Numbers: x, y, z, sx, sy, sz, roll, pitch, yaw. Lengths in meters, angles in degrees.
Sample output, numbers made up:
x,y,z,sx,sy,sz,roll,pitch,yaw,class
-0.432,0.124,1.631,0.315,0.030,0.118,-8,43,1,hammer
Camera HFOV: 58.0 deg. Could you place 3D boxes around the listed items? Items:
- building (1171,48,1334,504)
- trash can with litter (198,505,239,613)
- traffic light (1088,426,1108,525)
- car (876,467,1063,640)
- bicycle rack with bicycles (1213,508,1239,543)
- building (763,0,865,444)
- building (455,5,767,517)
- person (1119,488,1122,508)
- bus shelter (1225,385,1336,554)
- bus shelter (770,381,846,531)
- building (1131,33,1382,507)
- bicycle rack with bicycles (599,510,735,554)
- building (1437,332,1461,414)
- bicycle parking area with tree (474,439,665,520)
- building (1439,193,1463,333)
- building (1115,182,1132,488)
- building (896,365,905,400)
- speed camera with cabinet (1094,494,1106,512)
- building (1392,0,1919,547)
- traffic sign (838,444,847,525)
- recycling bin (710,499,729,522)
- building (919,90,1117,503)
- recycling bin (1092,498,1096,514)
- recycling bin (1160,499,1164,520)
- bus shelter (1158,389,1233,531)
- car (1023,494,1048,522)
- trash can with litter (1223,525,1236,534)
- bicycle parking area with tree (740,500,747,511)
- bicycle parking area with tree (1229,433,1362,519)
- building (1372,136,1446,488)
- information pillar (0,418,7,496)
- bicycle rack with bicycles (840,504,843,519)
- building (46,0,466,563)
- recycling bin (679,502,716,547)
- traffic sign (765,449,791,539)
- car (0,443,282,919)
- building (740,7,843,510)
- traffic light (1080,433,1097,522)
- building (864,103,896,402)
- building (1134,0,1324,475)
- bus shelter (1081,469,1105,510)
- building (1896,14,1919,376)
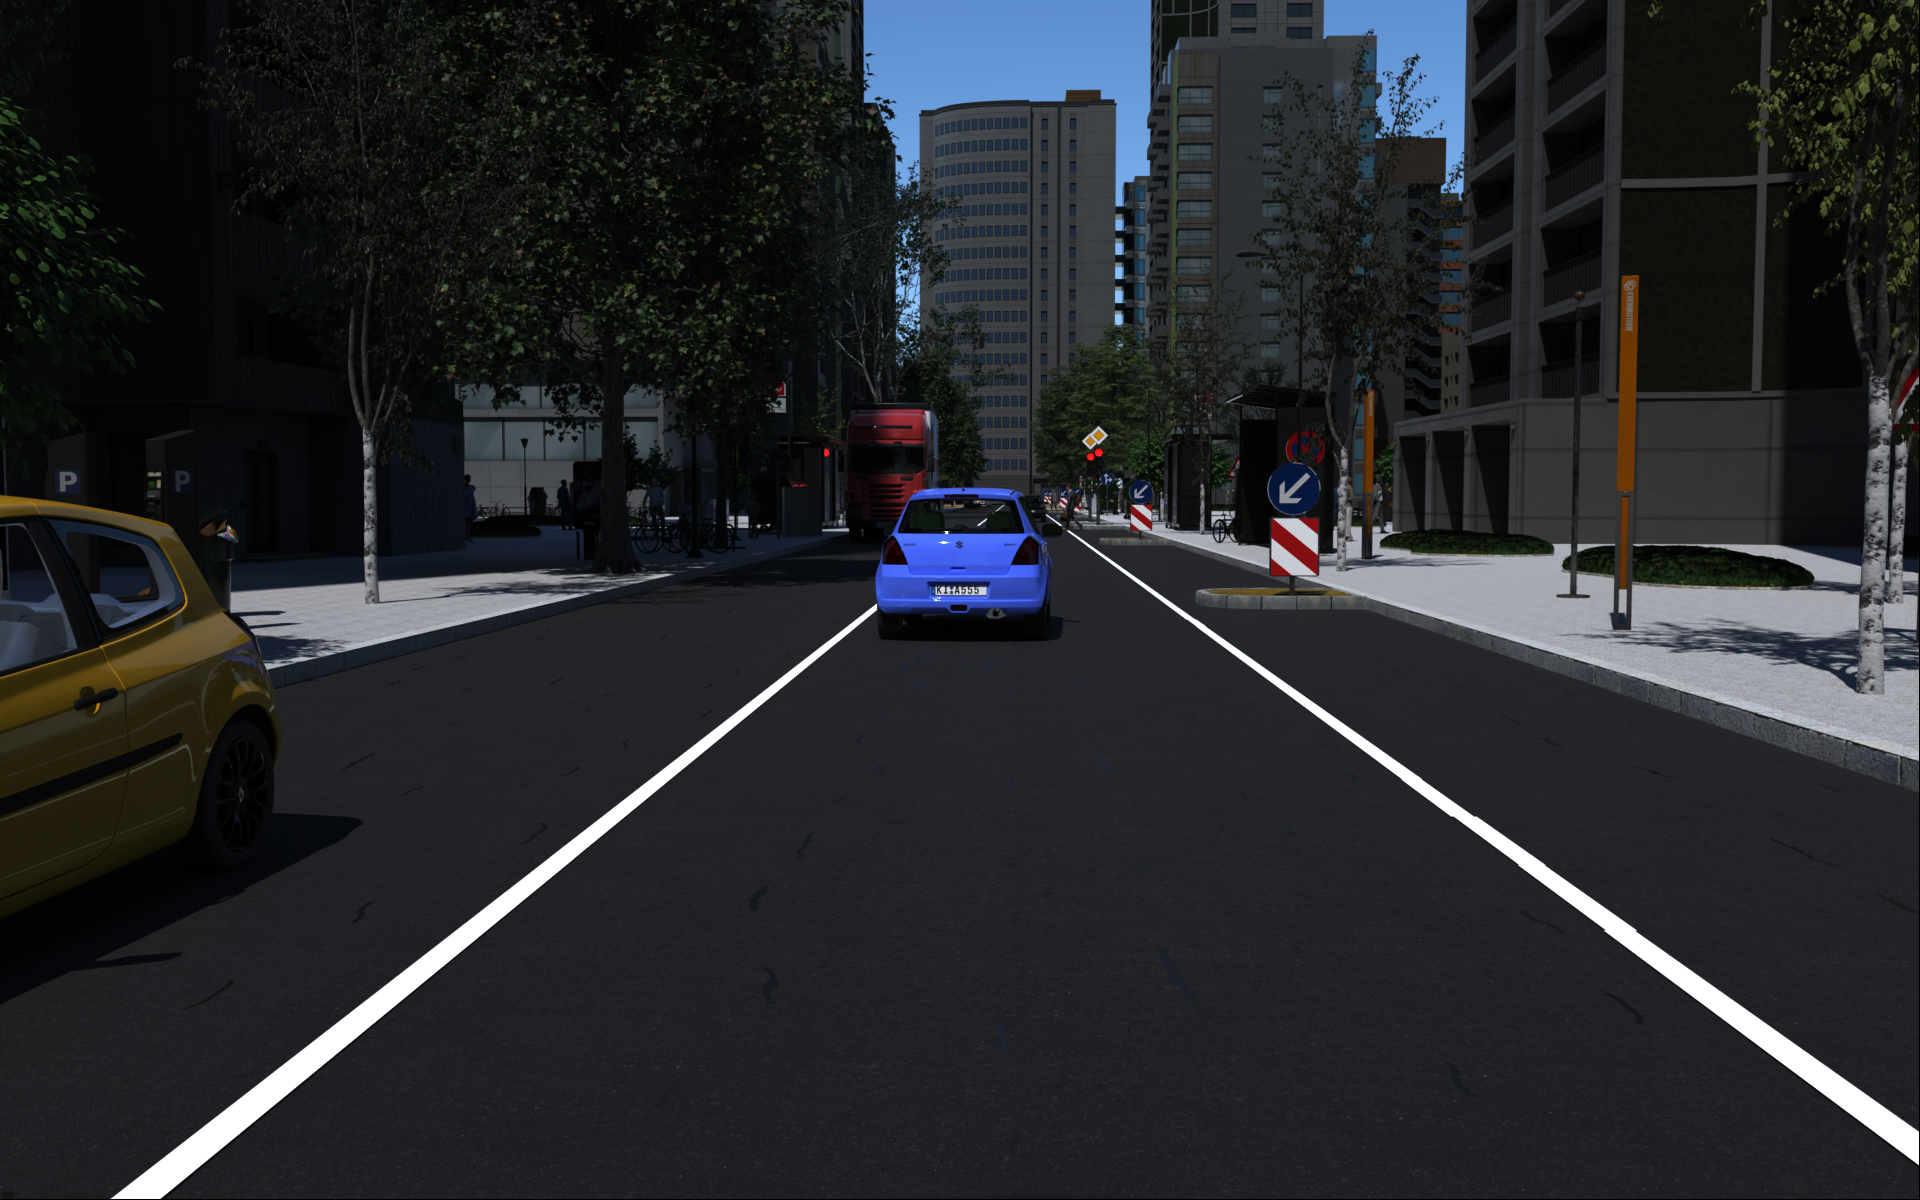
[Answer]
x,y,z,sx,sy,sz,roll,pitch,yaw,class
26.803,-29.314,162.875,14.154,41.232,14.086,0,4,2,building
-8.001,-0.391,17.785,1.055,1.170,0.624,-2,4,-31,trash can with litter
5.679,-5.039,71.309,0.839,4.253,0.868,0,4,2,traffic light
0.112,-0.536,18.362,1.945,1.707,3.694,0,4,4,car
7.885,-1.972,45.624,2.925,0.926,2.852,-2,4,-28,bicycle rack with bicycles
-18.805,-45.883,188.445,20.563,71.187,20.611,0,4,2,building
-26.961,-31.638,106.516,28.713,52.752,27.495,0,4,2,building
13.152,-8.209,140.535,0.573,1.790,0.520,2,4,28,person
7.376,-2.996,40.262,1.731,3.624,6.357,0,4,2,bus shelter
-5.731,-5.287,64.073,2.179,5.291,8.768,0,4,2,bus shelter
31.627,-34.595,185.234,23.786,49.044,30.456,0,4,2,building
-6.139,-1.505,37.985,2.925,0.926,2.852,2,4,28,bicycle rack with bicycles
71.908,-22.132,206.903,28.899,21.520,27.650,0,4,2,building
-20.202,-6.213,88.585,8.231,4.147,9.016,2,4,35,bicycle parking area with tree
68.232,-36.697,254.616,28.867,44.769,22.147,0,4,2,building
37.891,-38.959,256.583,30.456,49.044,23.786,0,4,2,building
-20.420,-25.486,261.727,28.899,21.520,27.650,0,4,2,building
10.332,-7.881,123.183,0.660,3.252,2.038,3,5,40,speed camera with cabinet
24.668,-37.205,46.559,20.563,71.187,20.611,0,4,2,building
-5.100,-4.712,70.917,2.265,3.308,0.079,0,4,4,traffic sign
-11.245,-4.182,80.937,0.722,1.027,0.722,1,4,14,recycling bin
8.293,-43.666,255.943,28.212,58.520,21.231,0,4,2,building
8.805,-6.082,111.991,0.722,1.027,0.722,0,4,-3,recycling bin
10.201,-4.466,85.570,0.722,1.027,0.722,1,4,15,recycling bin
8.567,-5.301,64.309,2.179,5.291,8.768,0,4,2,bus shelter
3.592,-4.897,89.858,2.009,1.686,4.222,0,4,2,car
8.904,-2.692,55.409,0.624,1.170,1.055,-3,5,-45,trash can with litter
-19.942,-8.661,128.608,8.231,4.147,9.016,-1,4,-11,bicycle parking area with tree
17.860,-5.968,84.583,9.016,4.147,8.231,0,4,6,bicycle parking area with tree
50.584,-34.447,213.324,14.200,45.320,14.600,0,4,2,building
-8.349,-0.628,14.764,0.304,2.012,0.304,0,4,8,information pillar
-4.502,-4.537,87.557,2.925,0.926,2.852,3,5,40,bicycle rack with bicycles
-18.740,-15.966,32.738,14.160,30.474,14.107,0,4,2,building
-6.489,-1.840,42.630,0.722,1.027,0.722,0,4,4,recycling bin
-5.178,-3.009,49.299,0.768,2.556,0.104,1,4,11,traffic sign
-3.638,0.303,5.270,2.015,1.641,3.980,0,4,3,car
-17.475,-28.109,143.173,14.154,41.232,14.086,0,4,2,building
5.944,-5.527,79.289,0.839,4.253,0.868,0,4,2,traffic light
-19.069,-35.984,212.047,21.600,48.544,21.300,0,4,2,building
31.779,-47.205,210.055,20.563,71.187,20.611,0,4,2,building
10.429,-8.576,134.146,2.014,3.302,5.546,0,4,2,bus shelter
21.695,-22.585,19.375,14.600,45.320,14.200,0,4,2,building
